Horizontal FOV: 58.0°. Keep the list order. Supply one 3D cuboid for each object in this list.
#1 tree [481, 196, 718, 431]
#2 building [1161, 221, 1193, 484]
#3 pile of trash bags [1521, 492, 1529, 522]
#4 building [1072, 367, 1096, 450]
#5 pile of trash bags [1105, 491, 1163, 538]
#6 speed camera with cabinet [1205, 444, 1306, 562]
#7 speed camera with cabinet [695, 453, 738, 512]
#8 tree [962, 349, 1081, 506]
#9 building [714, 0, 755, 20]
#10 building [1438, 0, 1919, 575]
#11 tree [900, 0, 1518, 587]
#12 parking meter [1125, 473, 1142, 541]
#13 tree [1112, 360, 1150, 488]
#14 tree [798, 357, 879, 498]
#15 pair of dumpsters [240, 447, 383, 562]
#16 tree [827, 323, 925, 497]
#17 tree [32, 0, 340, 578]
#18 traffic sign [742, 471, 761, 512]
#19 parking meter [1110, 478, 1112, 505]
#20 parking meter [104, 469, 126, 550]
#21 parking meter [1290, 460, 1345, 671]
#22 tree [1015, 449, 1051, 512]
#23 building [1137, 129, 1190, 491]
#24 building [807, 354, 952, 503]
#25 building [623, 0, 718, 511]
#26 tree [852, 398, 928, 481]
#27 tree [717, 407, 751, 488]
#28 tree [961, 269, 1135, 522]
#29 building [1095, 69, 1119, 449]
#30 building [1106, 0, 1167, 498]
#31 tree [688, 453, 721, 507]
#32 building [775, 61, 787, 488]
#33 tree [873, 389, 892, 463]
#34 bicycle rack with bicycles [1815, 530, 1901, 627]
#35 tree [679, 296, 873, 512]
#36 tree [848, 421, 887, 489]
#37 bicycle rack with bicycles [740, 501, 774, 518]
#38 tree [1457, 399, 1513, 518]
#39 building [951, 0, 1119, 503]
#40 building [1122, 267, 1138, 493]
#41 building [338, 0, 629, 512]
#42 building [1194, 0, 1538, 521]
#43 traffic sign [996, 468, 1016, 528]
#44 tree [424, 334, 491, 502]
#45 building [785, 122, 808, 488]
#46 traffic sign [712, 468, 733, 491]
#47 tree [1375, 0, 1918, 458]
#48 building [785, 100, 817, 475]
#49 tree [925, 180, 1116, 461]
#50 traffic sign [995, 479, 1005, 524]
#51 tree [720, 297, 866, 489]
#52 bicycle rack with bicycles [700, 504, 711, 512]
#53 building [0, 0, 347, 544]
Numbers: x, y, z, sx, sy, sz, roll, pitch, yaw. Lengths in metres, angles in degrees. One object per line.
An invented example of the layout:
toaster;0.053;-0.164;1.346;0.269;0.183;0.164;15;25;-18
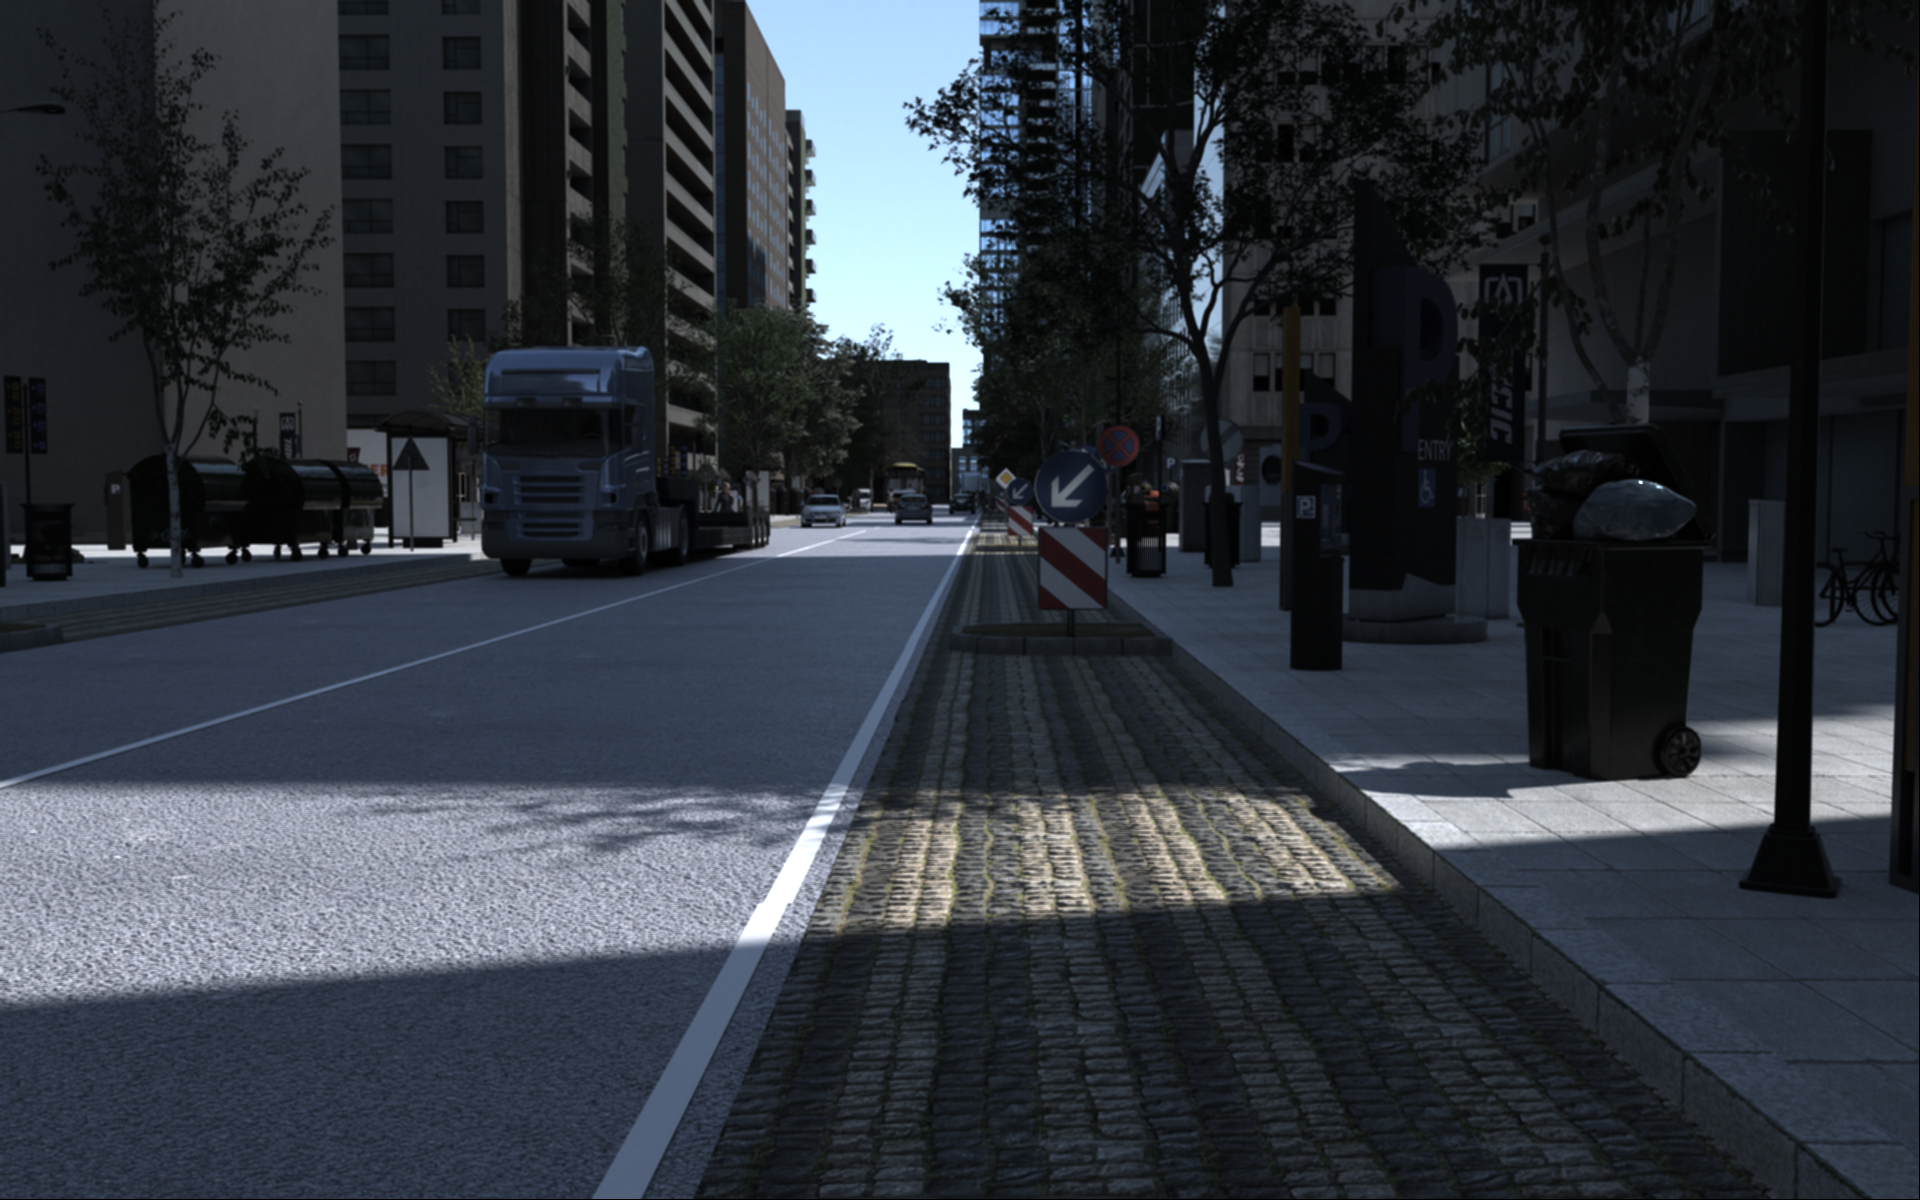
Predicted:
tree;-11.560;-7.395;55.315;8.767;10.594;7.601;1;4;14
building;18.094;-15.228;103.735;10.420;20.320;16.860;0;4;1
pile of trash bags;27.566;-4.273;79.614;3.447;1.369;1.912;1;4;10
building;27.585;-21.827;201.905;27.650;21.520;28.899;0;4;1
pile of trash bags;5.127;-2.505;50.702;1.912;1.369;3.447;-1;4;-16
speed camera with cabinet;5.533;-2.339;32.576;0.660;3.252;2.038;-3;4;-39
speed camera with cabinet;-11.779;-5.452;83.478;2.038;3.252;0.660;-1;4;-14
tree;5.034;-14.122;137.556;9.857;13.997;8.962;0;3;0
building;-25.073;-30.946;156.070;14.600;45.320;14.200;0;4;1
building;25.338;-26.950;29.872;28.713;52.752;27.495;0;4;1
tree;3.610;-5.488;24.135;8.767;10.594;7.601;-1;4;-11
parking meter;4.708;-2.521;46.934;0.399;1.863;0.255;-2;4;-29
tree;9.542;-8.437;88.308;4.360;8.622;3.978;0;3;0
tree;-10.575;-13.816;144.016;7.486;12.596;7.792;0;3;0
pair of dumpsters;-13.023;-1.965;34.618;1.574;2.255;4.437;0;4;1
tree;-8.552;-20.374;188.997;12.611;20.169;13.585;0;3;0
tree;-11.861;-4.637;26.183;4.360;8.622;3.978;0;3;0
traffic sign;-8.900;-4.299;73.933;0.795;2.450;0.064;0;4;1
parking meter;5.209;-3.425;61.710;0.399;1.863;0.255;0;4;5
parking meter;-19.360;-2.077;39.665;0.399;1.863;0.255;-2;4;-34
parking meter;2.620;-0.262;12.699;0.372;1.533;0.369;0;3;0
tree;5.623;-8.662;125.342;4.285;4.588;4.351;0;3;0
building;19.420;-18.623;122.500;12.078;24.808;19.932;0;4;1
building;-15.989;-25.084;255.154;28.899;21.520;27.650;0;4;1
building;-29.436;-30.441;121.407;21.300;48.544;21.600;0;4;1
tree;-9.130;-18.896;219.319;12.009;13.543;11.850;0;3;0
tree;-18.660;-11.670;141.173;4.737;8.622;4.395;0;3;0
tree;4.214;-9.440;80.104;9.928;11.665;9.643;0;3;0
building;21.464;-32.383;179.572;14.600;45.320;14.200;0;4;1
building;23.506;-44.188;160.718;20.563;71.187;20.611;0;4;1
tree;-11.776;-5.320;81.578;1.663;3.219;1.824;0;3;0
building;-24.822;-31.834;170.598;14.600;45.320;14.200;0;4;1
tree;-10.060;-14.151;157.128;9.928;11.665;9.643;0;3;0
bicycle rack with bicycles;9.474;-0.195;16.569;2.925;0.926;2.852;0;4;-3
tree;-10.813;-10.107;91.005;9.928;11.665;9.643;0;3;0
tree;-9.220;-13.280;167.486;4.360;8.622;3.978;0;3;0
bicycle rack with bicycles;-11.441;-4.959;94.454;2.852;0.926;2.925;-2;4;-34
tree;17.267;-4.630;59.421;4.285;4.588;4.351;0;3;0
building;14.482;-57.273;249.076;31.000;86.520;22.319;0;4;1
building;19.951;-19.013;140.540;12.332;23.373;15.834;0;4;1
building;-25.296;-19.350;88.075;14.160;30.474;14.107;0;4;1
building;22.304;-16.431;86.675;19.932;24.808;12.078;0;4;1
traffic sign;1.751;-3.798;65.740;0.795;2.450;0.064;0;4;1
tree;-22.115;-7.848;78.684;4.737;8.622;4.395;0;3;0
building;-24.104;-30.669;185.026;14.154;41.232;14.086;0;4;1
traffic sign;-9.041;-3.811;65.949;0.795;2.450;0.064;0;4;1
tree;3.990;-3.647;9.986;4.360;8.622;3.978;0;3;0
building;-32.660;-35.835;205.516;30.456;49.044;23.786;0;4;1
tree;4.515;-15.347;106.813;12.611;20.169;13.585;0;3;0
traffic sign;1.892;-4.286;73.724;0.795;2.450;0.064;0;4;1
tree;-10.994;-12.560;112.007;9.857;13.997;8.962;0;3;0
bicycle rack with bicycles;-16.077;-6.461;119.024;2.925;0.926;2.852;2;4;26
building;-31.988;-15.725;50.614;24.014;27.812;14.314;0;4;1
